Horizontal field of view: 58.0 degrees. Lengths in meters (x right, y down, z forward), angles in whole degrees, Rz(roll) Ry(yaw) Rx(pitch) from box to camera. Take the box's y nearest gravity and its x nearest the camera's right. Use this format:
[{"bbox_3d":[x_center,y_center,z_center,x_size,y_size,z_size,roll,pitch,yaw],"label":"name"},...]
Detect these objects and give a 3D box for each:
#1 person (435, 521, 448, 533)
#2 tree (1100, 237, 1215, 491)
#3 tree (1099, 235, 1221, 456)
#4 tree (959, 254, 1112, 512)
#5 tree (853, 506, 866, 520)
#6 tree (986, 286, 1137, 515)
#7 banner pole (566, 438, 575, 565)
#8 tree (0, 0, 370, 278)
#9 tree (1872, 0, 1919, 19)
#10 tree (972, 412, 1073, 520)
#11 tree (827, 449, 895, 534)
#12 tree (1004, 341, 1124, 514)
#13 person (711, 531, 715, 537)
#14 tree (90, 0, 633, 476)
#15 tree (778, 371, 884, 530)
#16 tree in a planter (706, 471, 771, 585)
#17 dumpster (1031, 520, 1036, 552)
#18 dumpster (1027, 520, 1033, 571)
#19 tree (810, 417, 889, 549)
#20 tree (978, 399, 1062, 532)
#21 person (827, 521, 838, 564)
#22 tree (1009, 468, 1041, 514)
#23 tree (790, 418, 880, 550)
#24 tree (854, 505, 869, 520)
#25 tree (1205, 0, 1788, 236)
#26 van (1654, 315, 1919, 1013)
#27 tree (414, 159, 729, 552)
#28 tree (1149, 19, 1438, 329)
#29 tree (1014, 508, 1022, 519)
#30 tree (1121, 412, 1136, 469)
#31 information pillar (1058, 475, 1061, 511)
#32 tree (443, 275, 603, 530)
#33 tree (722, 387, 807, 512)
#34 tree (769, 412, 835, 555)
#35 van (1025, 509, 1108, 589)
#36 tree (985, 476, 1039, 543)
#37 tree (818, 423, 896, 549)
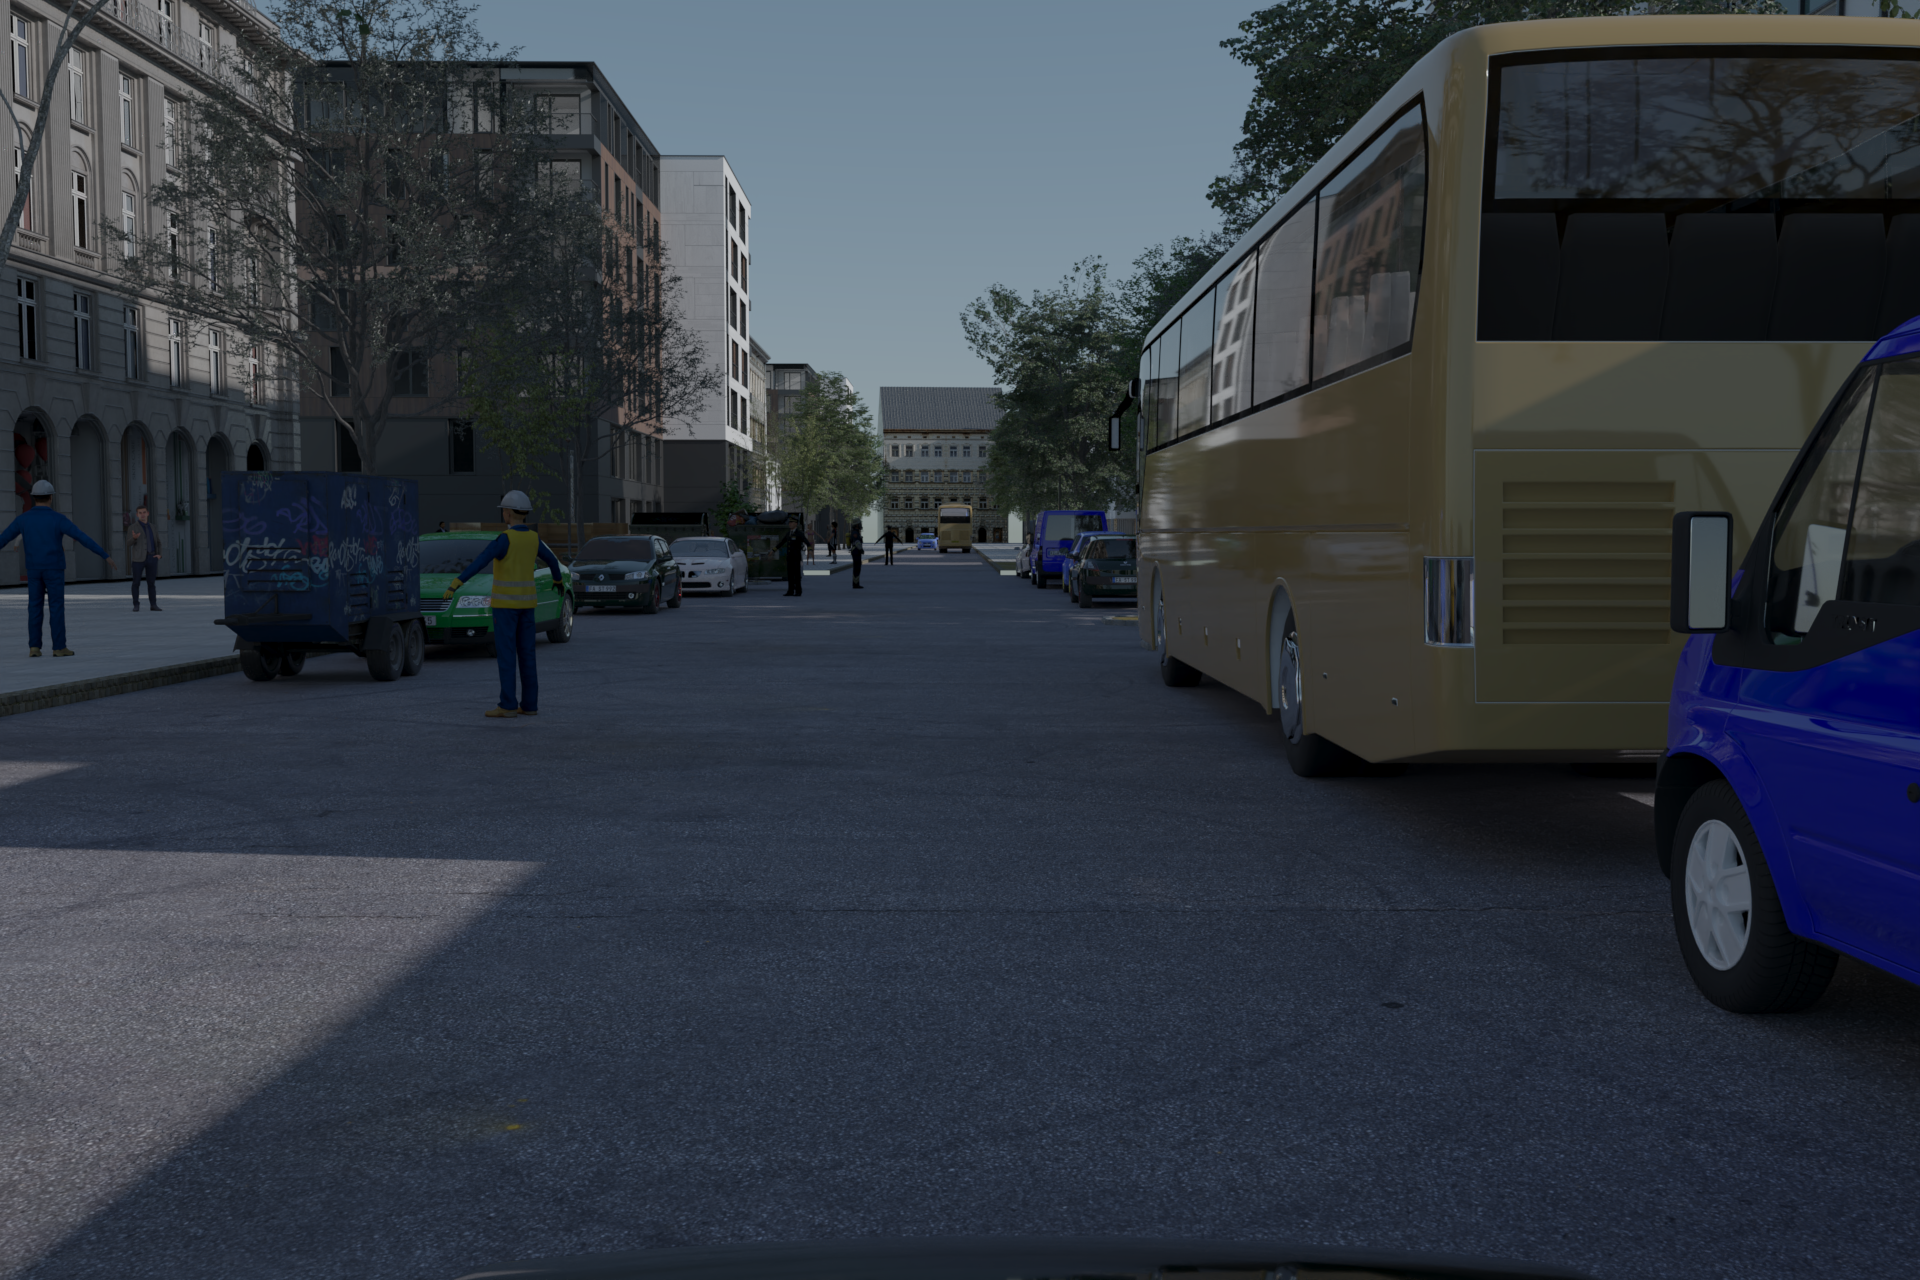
[{"bbox_3d":[-18.695,-3.428,62.765,0.721,1.740,1.216,3,5,43],"label":"person"},{"bbox_3d":[11.011,-10.339,75.698,9.857,13.997,8.962,0,3,0],"label":"tree"},{"bbox_3d":[8.646,-8.193,59.705,9.928,11.665,9.643,0,3,0],"label":"tree"},{"bbox_3d":[6.976,-15.954,116.734,12.611,20.169,13.585,0,3,0],"label":"tree"},{"bbox_3d":[-14.513,-18.574,254.052,4.360,8.622,3.978,0,3,0],"label":"tree"},{"bbox_3d":[6.027,-11.110,88.298,9.857,13.997,8.962,0,3,0],"label":"tree"},{"bbox_3d":[-10.186,-3.385,45.360,0.401,3.779,0.863,0,3,0],"label":"banner pole"},{"bbox_3d":[-11.522,-9.995,19.302,12.611,20.169,13.585,0,3,0],"label":"tree"},{"bbox_3d":[8.904,-3.859,13.452,4.737,8.622,4.395,0,3,0],"label":"tree"},{"bbox_3d":[6.497,-14.884,153.719,12.009,13.543,11.850,0,3,0],"label":"tree"},{"bbox_3d":[-9.796,-14.061,164.313,7.601,10.594,8.767,-1,4,-16],"label":"tree"},{"bbox_3d":[5.930,-11.266,102.327,7.486,12.596,7.792,0,3,0],"label":"tree"},{"bbox_3d":[-10.854,-4.062,75.674,0.991,1.433,0.599,-2,4,-28],"label":"person"},{"bbox_3d":[-12.251,-7.670,35.770,12.009,13.543,11.850,0,3,0],"label":"tree"},{"bbox_3d":[-9.340,-12.394,120.765,7.486,12.596,7.792,0,3,0],"label":"tree"},{"bbox_3d":[-6.429,-3.185,49.301,1.991,3.239,1.994,0,4,0],"label":"tree in a planter"},{"bbox_3d":[3.066,-2.658,51.669,1.865,1.857,1.264,0,3,0],"label":"dumpster"},{"bbox_3d":[3.024,-2.790,53.837,1.865,1.857,1.264,0,4,0],"label":"dumpster"},{"bbox_3d":[-9.951,-13.939,153.658,9.928,11.665,9.643,0,3,0],"label":"tree"},{"bbox_3d":[5.169,-13.628,140.951,7.486,12.596,7.792,0,3,0],"label":"tree"},{"bbox_3d":[-5.435,-4.171,74.335,0.704,1.843,1.345,1,4,9],"label":"person"},{"bbox_3d":[6.270,-10.855,127.837,4.360,8.622,3.978,0,3,0],"label":"tree"},{"bbox_3d":[-9.870,-12.348,136.300,7.601,10.594,8.767,0,4,-4],"label":"tree"},{"bbox_3d":[-14.543,-18.841,258.411,4.360,8.622,3.978,0,3,0],"label":"tree"},{"bbox_3d":[8.785,-7.470,28.782,9.857,13.997,8.962,0,3,0],"label":"tree"},{"bbox_3d":[3.204,0.057,3.450,2.240,2.365,5.245,0,3,0],"label":"van"},{"bbox_3d":[-12.854,-9.021,57.869,12.009,13.543,11.850,0,3,0],"label":"tree"},{"bbox_3d":[9.594,-7.972,40.715,12.009,13.543,11.850,0,3,0],"label":"tree"},{"bbox_3d":[11.053,-19.411,251.787,7.601,10.594,8.767,0,4,2],"label":"tree"},{"bbox_3d":[8.439,-7.159,67.415,4.737,8.622,4.395,0,3,0],"label":"tree"},{"bbox_3d":[3.966,-4.746,68.953,0.183,3.616,0.504,0,4,0],"label":"information pillar"},{"bbox_3d":[-12.548,-6.021,48.809,4.737,8.622,4.395,0,3,0],"label":"tree"},{"bbox_3d":[-9.176,-8.318,86.359,4.360,8.622,3.978,0,3,0],"label":"tree"},{"bbox_3d":[-9.473,-9.435,104.629,4.737,8.622,4.395,0,3,0],"label":"tree"},{"bbox_3d":[2.945,-2.613,47.106,2.240,2.365,5.245,0,4,0],"label":"van"},{"bbox_3d":[6.274,-15.264,167.686,7.486,12.596,7.792,0,3,0],"label":"tree"},{"bbox_3d":[-9.759,-12.913,145.545,8.767,10.594,7.601,-1,4,-10],"label":"tree"}]
